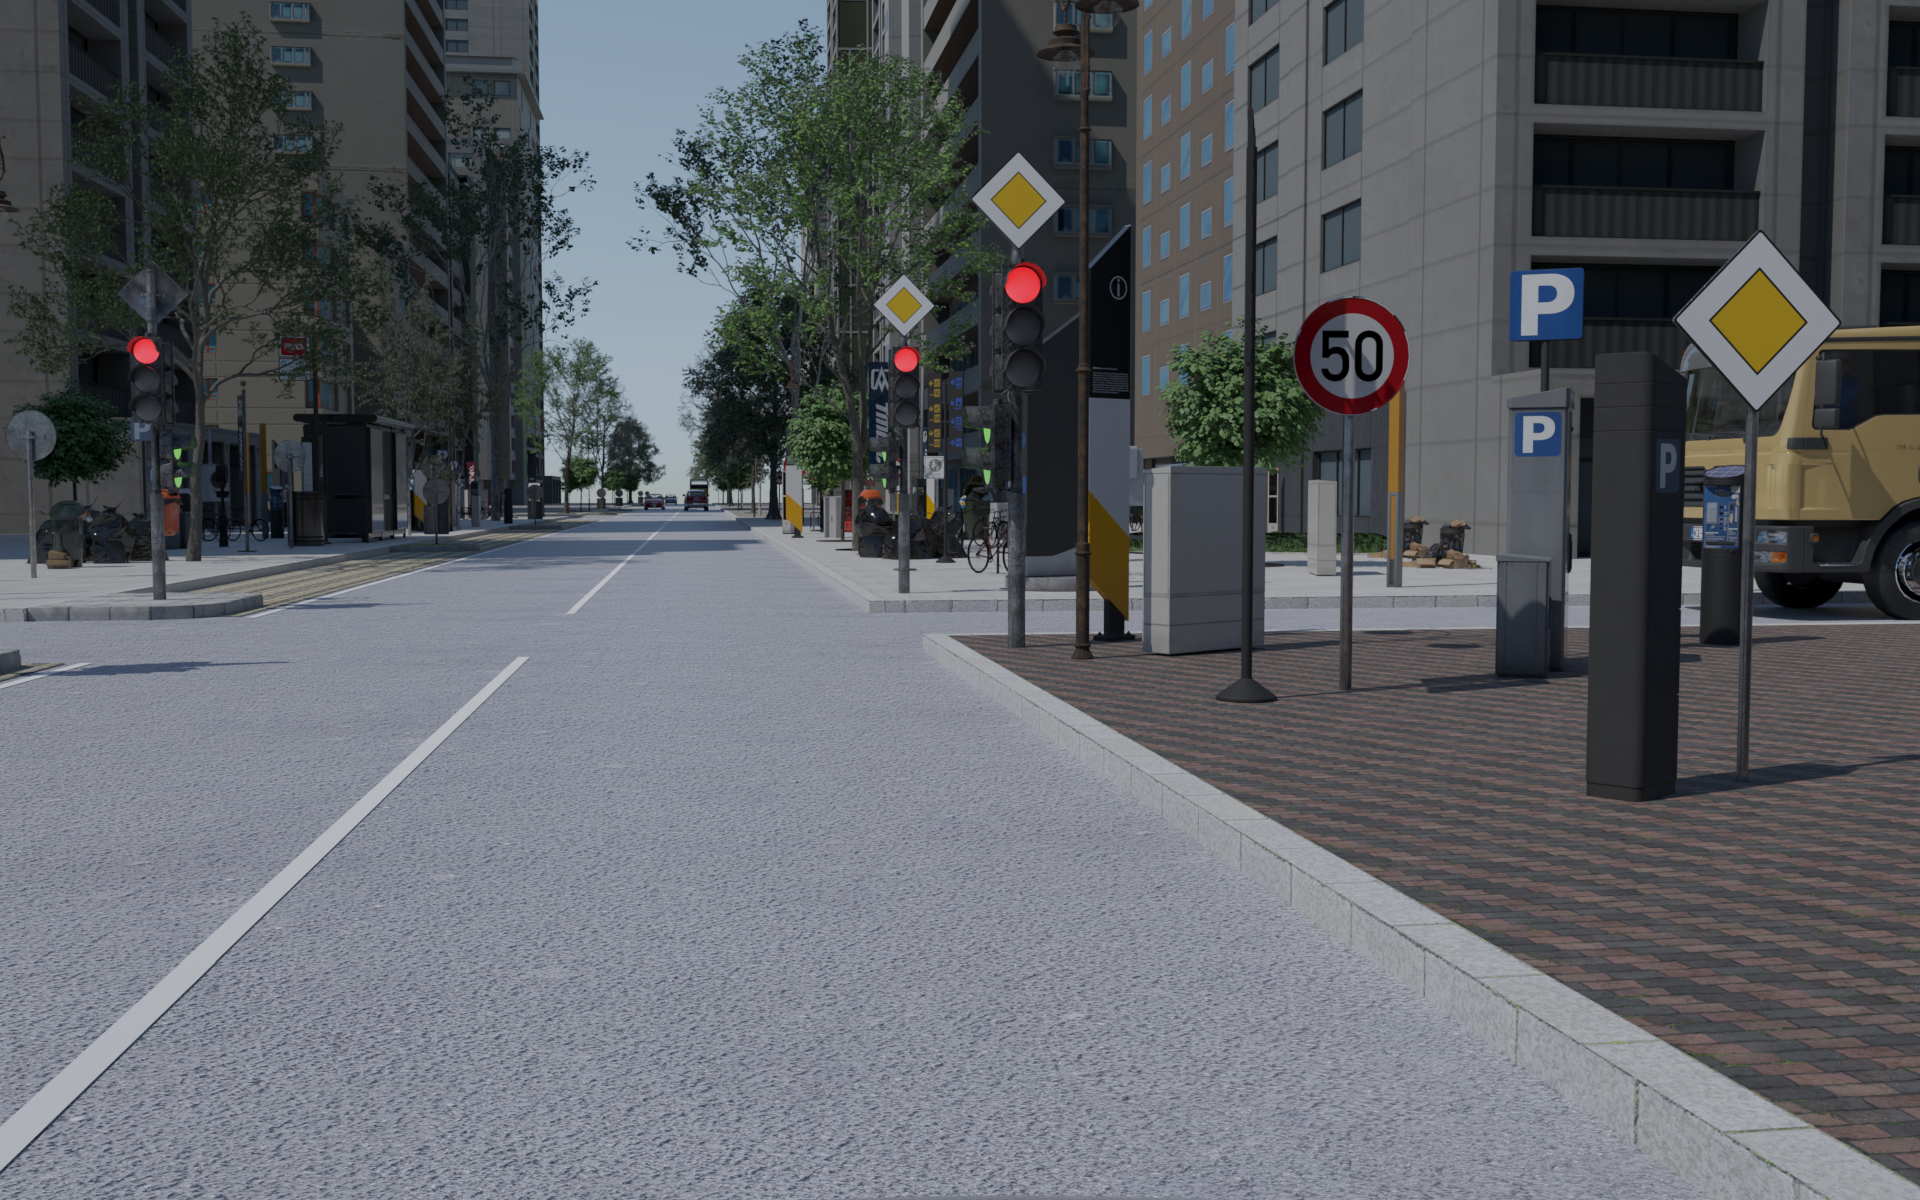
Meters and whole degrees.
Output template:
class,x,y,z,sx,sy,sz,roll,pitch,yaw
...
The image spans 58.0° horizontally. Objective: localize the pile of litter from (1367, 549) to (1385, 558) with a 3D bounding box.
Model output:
class,x,y,z,sx,sy,sz,roll,pitch,yaw
pile of litter,8.946,-1.262,34.606,1.176,0.858,1.719,-2,4,-29

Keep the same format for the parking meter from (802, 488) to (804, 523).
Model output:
class,x,y,z,sx,sy,sz,roll,pitch,yaw
parking meter,-6.780,-3.962,73.192,0.372,1.533,0.369,0,3,0

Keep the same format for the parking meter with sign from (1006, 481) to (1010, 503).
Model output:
class,x,y,z,sx,sy,sz,roll,pitch,yaw
parking meter with sign,2.190,-4.820,75.064,0.543,3.016,1.738,0,4,6

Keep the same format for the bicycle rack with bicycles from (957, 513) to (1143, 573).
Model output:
class,x,y,z,sx,sy,sz,roll,pitch,yaw
bicycle rack with bicycles,1.769,-0.860,27.450,2.852,0.926,2.925,-2,4,-28

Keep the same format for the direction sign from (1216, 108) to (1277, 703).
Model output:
class,x,y,z,sx,sy,sz,roll,pitch,yaw
direction sign,1.785,-1.143,10.691,0.379,3.537,0.876,1,4,11

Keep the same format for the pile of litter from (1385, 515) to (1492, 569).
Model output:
class,x,y,z,sx,sy,sz,roll,pitch,yaw
pile of litter,8.427,-0.986,30.082,1.176,0.858,1.719,-1,4,-21

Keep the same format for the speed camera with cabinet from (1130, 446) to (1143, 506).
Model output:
class,x,y,z,sx,sy,sz,roll,pitch,yaw
speed camera with cabinet,3.774,-2.411,33.753,2.038,3.252,0.660,-1,4,-20

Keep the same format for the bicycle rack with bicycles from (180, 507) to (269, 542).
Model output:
class,x,y,z,sx,sy,sz,roll,pitch,yaw
bicycle rack with bicycles,-20.437,-2.023,46.452,2.925,0.926,2.852,2,4,29

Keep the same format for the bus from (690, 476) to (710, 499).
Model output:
class,x,y,z,sx,sy,sz,roll,pitch,yaw
bus,-36.044,-15.177,239.688,2.896,3.916,12.252,0,4,-8

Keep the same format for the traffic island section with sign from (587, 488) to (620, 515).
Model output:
class,x,y,z,sx,sy,sz,roll,pitch,yaw
traffic island section with sign,-24.613,-6.763,119.208,1.989,1.847,2.006,-1,4,-9

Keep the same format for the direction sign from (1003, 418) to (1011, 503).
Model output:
class,x,y,z,sx,sy,sz,roll,pitch,yaw
direction sign,1.314,-3.643,51.564,0.379,3.537,0.876,2,4,34

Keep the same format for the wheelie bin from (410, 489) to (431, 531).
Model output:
class,x,y,z,sx,sy,sz,roll,pitch,yaw
wheelie bin,-18.944,-3.227,60.666,0.980,1.594,0.693,3,5,42

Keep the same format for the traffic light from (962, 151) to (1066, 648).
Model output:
class,x,y,z,sx,sy,sz,roll,pitch,yaw
traffic light,0.454,-1.557,14.382,0.839,4.253,0.868,-1,4,-9

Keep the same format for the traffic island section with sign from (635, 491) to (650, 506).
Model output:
class,x,y,z,sx,sy,sz,roll,pitch,yaw
traffic island section with sign,-37.009,-11.774,201.136,1.989,1.847,2.006,-1,4,-9

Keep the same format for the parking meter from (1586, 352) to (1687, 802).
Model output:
class,x,y,z,sx,sy,sz,roll,pitch,yaw
parking meter,2.875,-0.101,7.357,0.399,1.863,0.255,-3,5,-44

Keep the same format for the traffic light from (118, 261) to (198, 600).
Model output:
class,x,y,z,sx,sy,sz,roll,pitch,yaw
traffic light,-9.698,-1.957,20.911,0.839,4.253,0.868,-1,4,-9

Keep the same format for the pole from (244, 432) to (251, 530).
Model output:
class,x,y,z,sx,sy,sz,roll,pitch,yaw
pole,-23.379,-3.850,56.795,0.158,3.312,0.155,0,3,0

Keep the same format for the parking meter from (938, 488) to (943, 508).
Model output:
class,x,y,z,sx,sy,sz,roll,pitch,yaw
parking meter,-0.890,-3.977,73.443,0.372,1.533,0.369,0,3,0

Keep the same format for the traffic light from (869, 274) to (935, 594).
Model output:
class,x,y,z,sx,sy,sz,roll,pitch,yaw
traffic light,-0.741,-2.040,22.278,0.839,4.253,0.868,-1,4,-9

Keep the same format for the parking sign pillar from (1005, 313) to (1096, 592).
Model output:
class,x,y,z,sx,sy,sz,roll,pitch,yaw
parking sign pillar,1.330,-2.130,23.297,1.447,3.967,1.447,-2,4,-31

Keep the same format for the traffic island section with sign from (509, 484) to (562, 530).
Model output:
class,x,y,z,sx,sy,sz,roll,pitch,yaw
traffic island section with sign,-17.214,-3.774,70.339,1.989,1.847,2.006,-1,4,-9

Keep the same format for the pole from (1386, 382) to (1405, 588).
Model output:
class,x,y,z,sx,sy,sz,roll,pitch,yaw
pole,5.978,-1.829,23.739,0.158,3.312,0.155,0,3,0

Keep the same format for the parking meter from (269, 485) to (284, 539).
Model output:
class,x,y,z,sx,sy,sz,roll,pitch,yaw
parking meter,-19.721,-2.544,50.005,0.372,1.533,0.369,0,3,0

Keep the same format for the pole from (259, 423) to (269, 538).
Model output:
class,x,y,z,sx,sy,sz,roll,pitch,yaw
pole,-20.104,-3.436,50.024,0.158,3.312,0.155,0,3,0

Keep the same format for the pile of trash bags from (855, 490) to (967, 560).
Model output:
class,x,y,z,sx,sy,sz,roll,pitch,yaw
pile of trash bags,-1.283,-1.574,35.485,1.912,1.369,3.447,-2,4,-27

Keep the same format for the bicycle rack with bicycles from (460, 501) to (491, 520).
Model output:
class,x,y,z,sx,sy,sz,roll,pitch,yaw
bicycle rack with bicycles,-24.429,-4.480,86.636,2.925,0.926,2.852,-3,4,-36

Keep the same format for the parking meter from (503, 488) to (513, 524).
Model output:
class,x,y,z,sx,sy,sz,roll,pitch,yaw
parking meter,-19.550,-4.068,74.921,0.372,1.533,0.369,0,3,0

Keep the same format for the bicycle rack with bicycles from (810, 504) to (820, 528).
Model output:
class,x,y,z,sx,sy,sz,roll,pitch,yaw
bicycle rack with bicycles,-4.303,-3.185,65.459,2.852,0.926,2.925,1,4,19

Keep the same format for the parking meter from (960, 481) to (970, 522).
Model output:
class,x,y,z,sx,sy,sz,roll,pitch,yaw
parking meter,0.232,-4.238,75.008,0.399,1.863,0.255,1,4,10

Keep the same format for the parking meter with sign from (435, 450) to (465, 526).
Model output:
class,x,y,z,sx,sy,sz,roll,pitch,yaw
parking meter with sign,-20.277,-4.432,68.729,0.543,3.016,1.738,0,4,-1

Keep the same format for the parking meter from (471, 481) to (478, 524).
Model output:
class,x,y,z,sx,sy,sz,roll,pitch,yaw
parking meter,-20.829,-4.198,74.346,0.255,1.863,0.399,0,4,-3

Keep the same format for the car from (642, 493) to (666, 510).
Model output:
class,x,y,z,sx,sy,sz,roll,pitch,yaw
car,-27.651,-9.040,156.846,2.155,1.783,4.494,0,4,-7

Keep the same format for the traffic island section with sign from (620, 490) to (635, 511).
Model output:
class,x,y,z,sx,sy,sz,roll,pitch,yaw
traffic island section with sign,-28.724,-8.425,146.380,1.989,1.847,2.006,-1,4,-9

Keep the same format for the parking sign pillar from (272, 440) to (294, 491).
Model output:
class,x,y,z,sx,sy,sz,roll,pitch,yaw
parking sign pillar,-33.762,-5.989,86.393,1.447,3.967,1.447,1,4,8

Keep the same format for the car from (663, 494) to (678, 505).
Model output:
class,x,y,z,sx,sy,sz,roll,pitch,yaw
car,-38.626,-13.407,231.199,2.014,1.417,4.499,-1,4,-9

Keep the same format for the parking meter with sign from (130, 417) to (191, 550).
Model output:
class,x,y,z,sx,sy,sz,roll,pitch,yaw
parking meter with sign,-18.344,-2.671,39.937,0.543,3.016,1.738,0,4,5

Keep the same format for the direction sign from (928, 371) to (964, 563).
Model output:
class,x,y,z,sx,sy,sz,roll,pitch,yaw
direction sign,-0.267,-2.461,32.234,0.876,3.537,0.379,3,5,41

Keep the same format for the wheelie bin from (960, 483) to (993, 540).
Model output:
class,x,y,z,sx,sy,sz,roll,pitch,yaw
wheelie bin,0.497,-2.493,48.675,0.980,1.594,0.693,-2,4,-29

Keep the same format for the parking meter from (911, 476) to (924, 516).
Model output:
class,x,y,z,sx,sy,sz,roll,pitch,yaw
parking meter,-1.327,-2.986,54.526,0.255,1.863,0.399,-2,4,-35

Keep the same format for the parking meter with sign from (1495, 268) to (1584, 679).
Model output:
class,x,y,z,sx,sy,sz,roll,pitch,yaw
parking meter with sign,4.251,-1.010,12.770,0.543,3.016,1.738,1,4,22

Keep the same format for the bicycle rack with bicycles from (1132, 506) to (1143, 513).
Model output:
class,x,y,z,sx,sy,sz,roll,pitch,yaw
bicycle rack with bicycles,7.172,-2.666,56.966,2.852,0.926,2.925,1,4,17

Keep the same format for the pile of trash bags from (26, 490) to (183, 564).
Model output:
class,x,y,z,sx,sy,sz,roll,pitch,yaw
pile of trash bags,-16.124,-1.441,33.308,1.912,1.369,3.447,1,4,8

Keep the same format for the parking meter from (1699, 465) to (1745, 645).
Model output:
class,x,y,z,sx,sy,sz,roll,pitch,yaw
parking meter,6.561,-0.394,14.850,0.372,1.533,0.369,0,3,0

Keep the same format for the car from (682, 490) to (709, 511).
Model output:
class,x,y,z,sx,sy,sz,roll,pitch,yaw
car,-22.578,-8.533,148.180,2.281,1.827,5.304,-1,4,-10

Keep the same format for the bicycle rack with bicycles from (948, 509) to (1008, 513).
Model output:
class,x,y,z,sx,sy,sz,roll,pitch,yaw
bicycle rack with bicycles,0.631,-1.718,41.464,2.852,0.926,2.925,-1,4,-14

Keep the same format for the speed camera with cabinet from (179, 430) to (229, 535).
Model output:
class,x,y,z,sx,sy,sz,roll,pitch,yaw
speed camera with cabinet,-23.305,-3.564,52.612,0.660,3.252,2.038,3,4,36

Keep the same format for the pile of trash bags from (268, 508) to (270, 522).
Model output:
class,x,y,z,sx,sy,sz,roll,pitch,yaw
pile of trash bags,-31.850,-4.248,79.204,3.447,1.369,1.912,-2,4,-24

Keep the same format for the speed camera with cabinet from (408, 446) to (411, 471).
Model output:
class,x,y,z,sx,sy,sz,roll,pitch,yaw
speed camera with cabinet,-23.032,-4.780,72.492,0.660,3.252,2.038,0,4,-4
